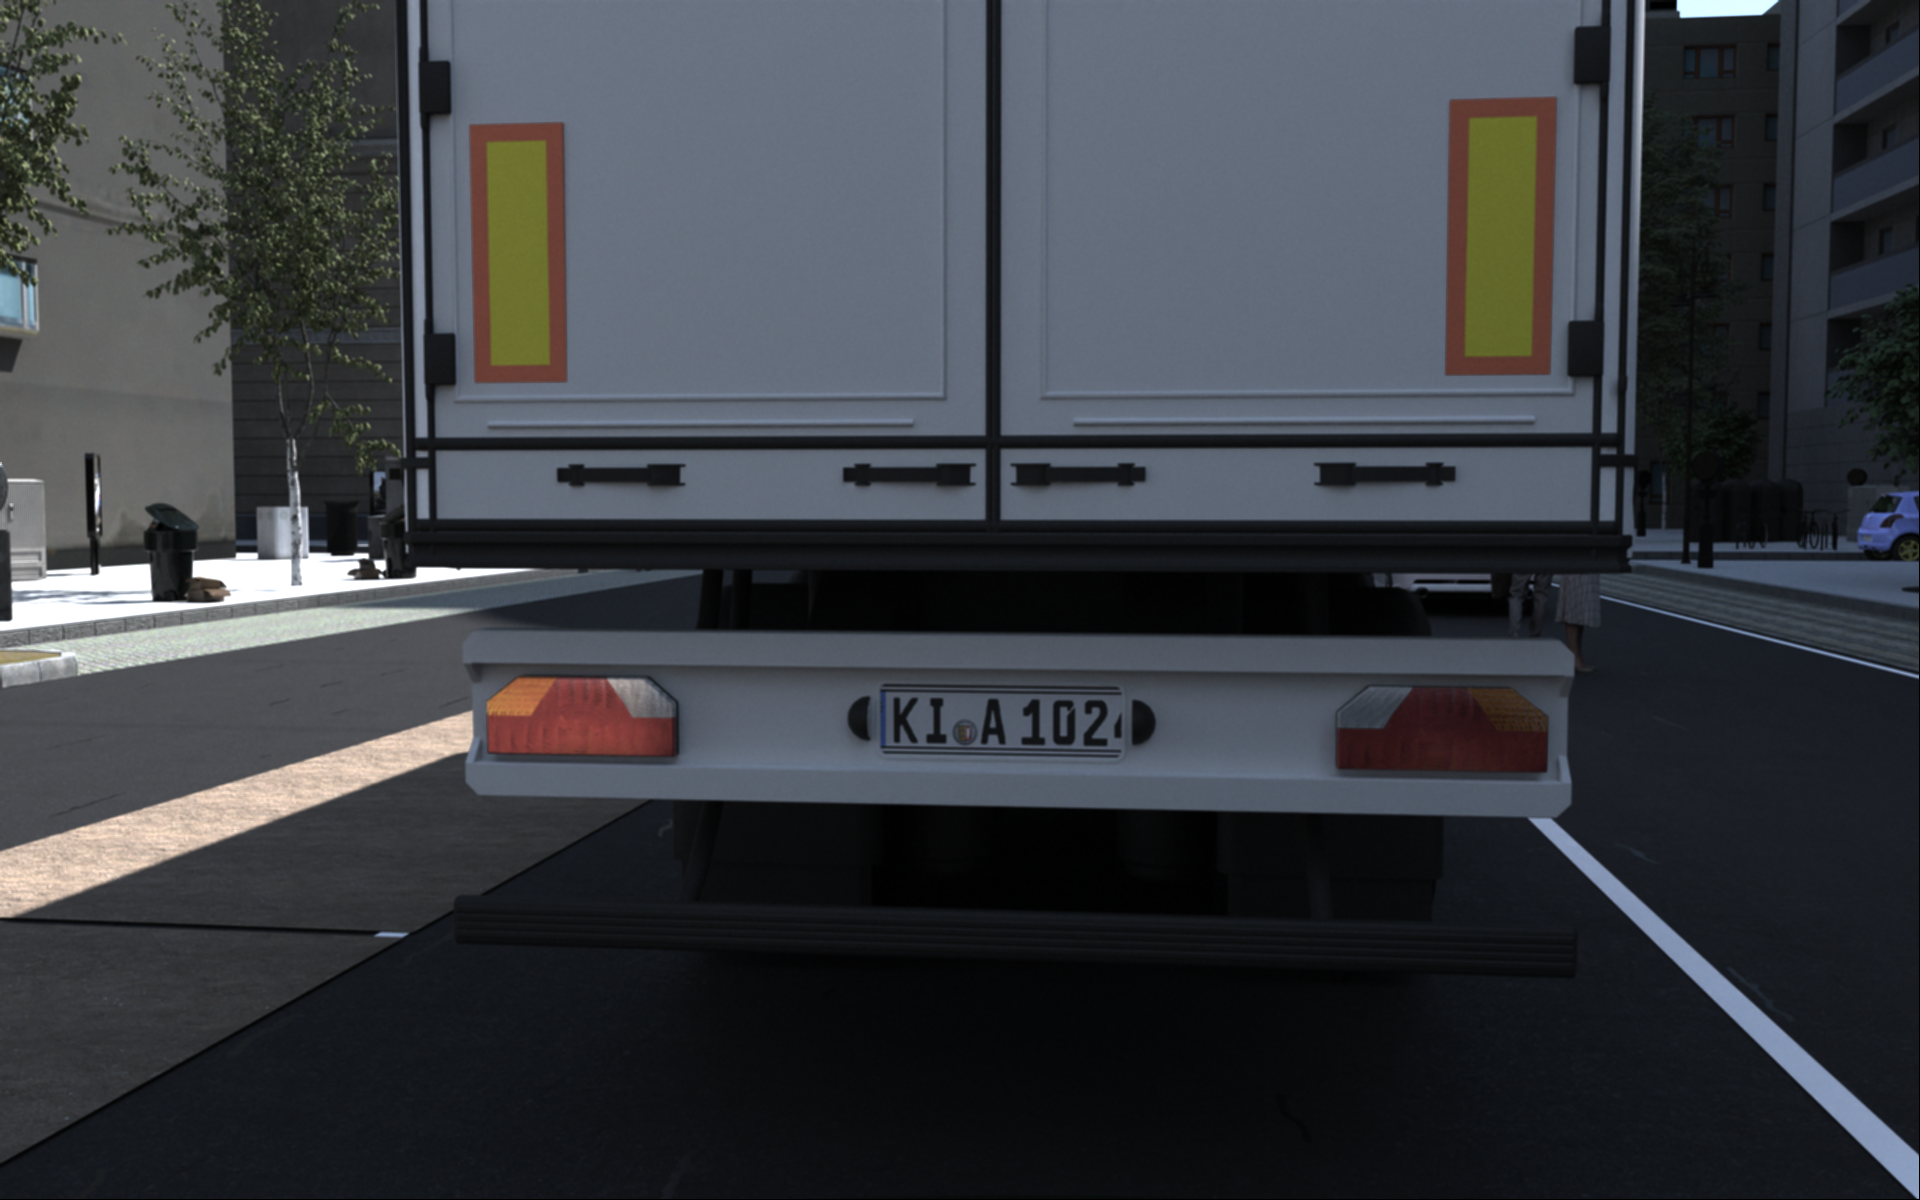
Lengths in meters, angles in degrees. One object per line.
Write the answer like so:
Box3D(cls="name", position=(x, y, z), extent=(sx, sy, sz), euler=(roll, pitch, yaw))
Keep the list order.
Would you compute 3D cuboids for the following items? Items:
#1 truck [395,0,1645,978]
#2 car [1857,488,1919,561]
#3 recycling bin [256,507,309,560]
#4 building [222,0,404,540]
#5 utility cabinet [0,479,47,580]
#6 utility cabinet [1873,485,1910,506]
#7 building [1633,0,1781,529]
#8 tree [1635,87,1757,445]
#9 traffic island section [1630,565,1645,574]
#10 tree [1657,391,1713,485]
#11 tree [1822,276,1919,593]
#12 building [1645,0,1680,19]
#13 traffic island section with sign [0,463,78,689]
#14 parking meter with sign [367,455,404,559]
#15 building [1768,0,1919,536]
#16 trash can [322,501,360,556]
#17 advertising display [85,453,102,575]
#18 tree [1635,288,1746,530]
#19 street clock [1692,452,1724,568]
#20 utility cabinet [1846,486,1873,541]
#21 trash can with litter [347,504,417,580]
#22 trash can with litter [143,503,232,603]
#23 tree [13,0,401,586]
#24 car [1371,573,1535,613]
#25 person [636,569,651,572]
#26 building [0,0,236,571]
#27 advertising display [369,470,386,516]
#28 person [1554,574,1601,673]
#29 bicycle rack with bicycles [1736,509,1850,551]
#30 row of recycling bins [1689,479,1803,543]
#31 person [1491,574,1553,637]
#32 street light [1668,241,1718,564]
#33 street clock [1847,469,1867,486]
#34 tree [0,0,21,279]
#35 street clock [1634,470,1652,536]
Box3D(cls="truck", position=(0.707, -1.219, 8.848), extent=(2.839, 4.237, 11.283), euler=(0, 4, 7))
Box3D(cls="car", position=(20.531, -1.587, 35.534), extent=(3.694, 1.707, 1.945), euler=(0, 4, 7))
Box3D(cls="recycling bin", position=(-13.342, -1.319, 34.123), extent=(0.722, 1.027, 0.722), euler=(3, 4, 38))
Box3D(cls="building", position=(-14.901, -16.558, 56.627), extent=(13.634, 28.700, 20.117), euler=(0, 4, 8))
Box3D(cls="utility cabinet", position=(-14.008, -1.015, 25.278), extent=(0.318, 1.500, 1.173), euler=(2, 4, 34))
Box3D(cls="utility cabinet", position=(23.530, -2.142, 43.694), extent=(0.318, 1.500, 1.173), euler=(0, 4, 4))
Box3D(cls="building", position=(36.518, -14.144, 76.302), extent=(27.650, 21.520, 28.899), euler=(0, 4, 8))
Box3D(cls="tree", position=(16.962, -7.793, 45.535), extent=(7.486, 12.596, 7.792), euler=(0, 3, 0))
Box3D(cls="traffic island section", position=(11.464, -0.629, 32.572), extent=(2.009, 0.180, 2.903), euler=(0, 4, 8))
Box3D(cls="tree", position=(23.940, -4.375, 55.244), extent=(4.285, 4.588, 4.351), euler=(0, 3, 0))
Box3D(cls="tree", position=(13.141, -2.381, 22.648), extent=(4.285, 4.588, 4.351), euler=(0, 3, 0))
Box3D(cls="building", position=(34.725, -20.446, 105.991), extent=(14.160, 30.474, 14.107), euler=(0, 4, 8))
Box3D(cls="traffic island section with sign", position=(-7.984, -0.282, 13.247), extent=(1.989, 1.847, 2.006), euler=(0, 4, 8))
Box3D(cls="parking meter with sign", position=(-10.867, -2.306, 33.958), extent=(1.738, 3.016, 0.543), euler=(2, 4, 25))
Box3D(cls="building", position=(40.543, -30.915, 47.452), extent=(28.212, 58.520, 21.231), euler=(0, 4, 8))
Box3D(cls="trash can", position=(-12.877, -1.494, 36.087), extent=(0.748, 1.137, 0.748), euler=(0, 3, 0))
Box3D(cls="advertising display", position=(-13.829, -1.373, 27.668), extent=(0.123, 1.923, 0.974), euler=(-1, 4, -21))
Box3D(cls="tree", position=(24.985, -6.763, 60.931), extent=(4.360, 8.622, 3.978), euler=(0, 3, 0))
Box3D(cls="street clock", position=(12.946, -1.557, 30.020), extent=(0.358, 2.002, 0.471), euler=(-3, 4, -38))
Box3D(cls="utility cabinet", position=(24.113, -2.281, 45.970), extent=(0.318, 1.500, 1.173), euler=(-1, 4, -16))
Box3D(cls="trash can with litter", position=(-8.656, -0.902, 26.142), extent=(1.055, 1.170, 0.624), euler=(-3, 5, -40))
Box3D(cls="trash can with litter", position=(-9.221, -0.572, 20.743), extent=(1.055, 1.170, 0.624), euler=(1, 4, 19))
Box3D(cls="tree", position=(-9.265, -4.488, 23.749), extent=(4.737, 8.622, 4.395), euler=(0, 3, 0))
Box3D(cls="car", position=(6.339, -0.609, 22.322), extent=(2.083, 1.381, 4.827), euler=(1, 4, 9))
Box3D(cls="person", position=(-5.909, -1.410, 31.982), extent=(0.576, 1.772, 0.534), euler=(-1, 4, -11))
Box3D(cls="building", position=(-26.314, -24.485, 24.035), extent=(21.600, 48.544, 21.300), euler=(0, 4, 8))
Box3D(cls="advertising display", position=(-15.387, -2.515, 46.340), extent=(0.123, 1.923, 0.974), euler=(2, 4, 25))
Box3D(cls="person", position=(5.079, -0.298, 13.937), extent=(0.524, 1.755, 0.480), euler=(2, 4, 31))
Box3D(cls="bicycle rack with bicycles", position=(19.486, -1.670, 40.685), extent=(2.852, 0.926, 2.925), euler=(2, 4, 31))
Box3D(cls="row of recycling bins", position=(21.125, -2.408, 46.480), extent=(3.534, 1.692, 1.069), euler=(-1, 4, -19))
Box3D(cls="person", position=(5.073, -0.411, 15.347), extent=(0.709, 1.813, 0.853), euler=(1, 4, 20))
Box3D(cls="street light", position=(13.413, -3.611, 31.826), extent=(0.468, 5.910, 1.993), euler=(0, 4, 8))
Box3D(cls="street clock", position=(25.698, -2.757, 49.655), extent=(0.471, 2.002, 0.358), euler=(3, 5, 44))
Box3D(cls="tree", position=(-10.988, -4.169, 18.518), extent=(4.737, 8.622, 4.395), euler=(0, 3, 0))
Box3D(cls="street clock", position=(20.637, -2.926, 52.404), extent=(0.471, 2.002, 0.358), euler=(-1, 4, -16))
